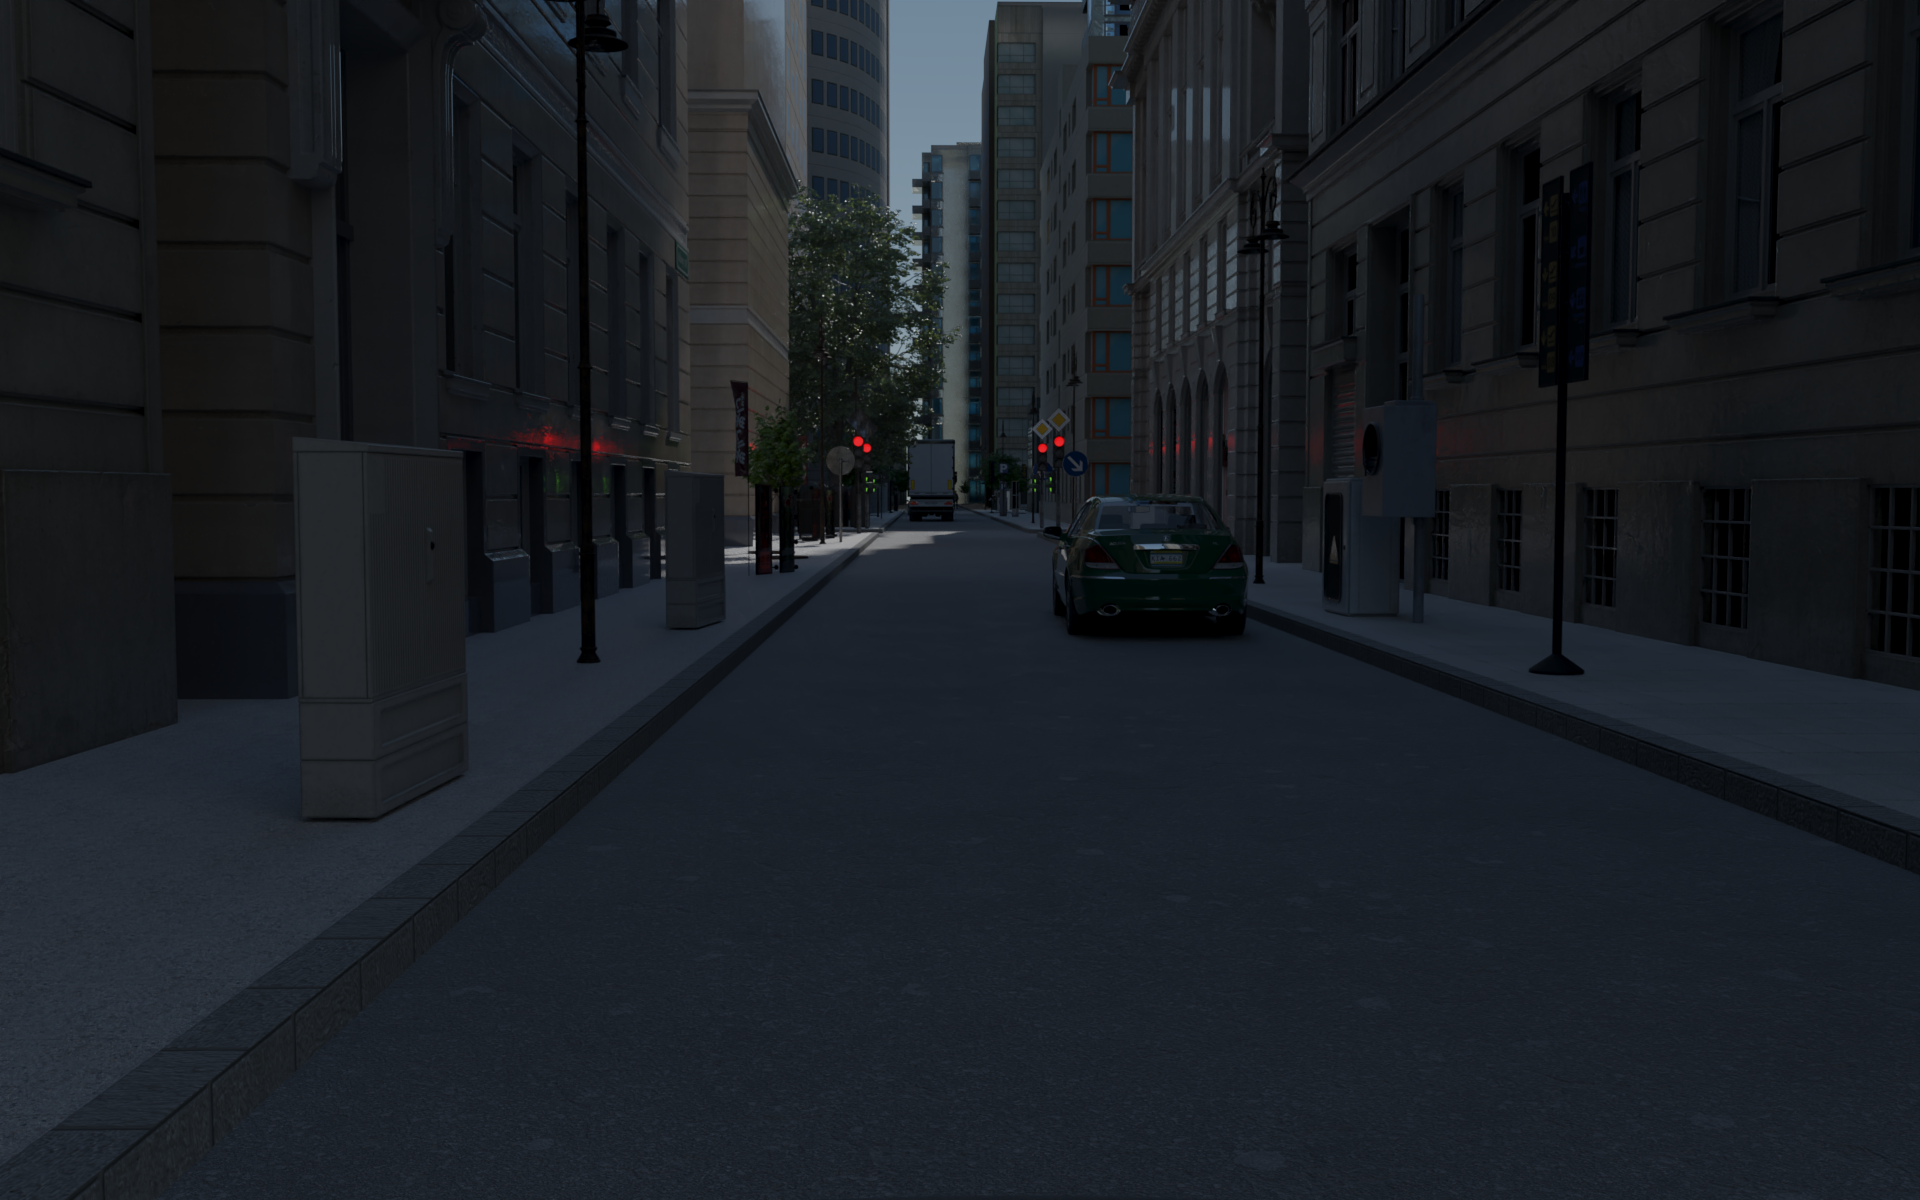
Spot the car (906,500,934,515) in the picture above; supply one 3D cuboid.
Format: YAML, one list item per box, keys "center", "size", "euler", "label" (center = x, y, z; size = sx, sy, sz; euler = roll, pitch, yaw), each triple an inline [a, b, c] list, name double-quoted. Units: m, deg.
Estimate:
- center: [-2.663, -6.462, 117.657]
  size: [2.014, 1.417, 4.499]
  euler: [0, 4, -3]
  label: "car"

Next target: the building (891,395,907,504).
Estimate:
- center: [-22.734, -56.257, 232.481]
  size: [31.000, 86.520, 22.319]
  euler: [0, 4, -1]
  label: "building"

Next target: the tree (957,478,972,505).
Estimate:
- center: [0.602, -12.990, 206.982]
  size: [1.663, 3.219, 1.824]
  euler: [0, 3, 0]
  label: "tree"

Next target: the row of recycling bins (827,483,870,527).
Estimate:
- center: [-5.054, -3.688, 67.411]
  size: [3.534, 1.692, 1.069]
  euler: [2, 4, 30]
  label: "row of recycling bins"

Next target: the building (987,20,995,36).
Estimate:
- center: [9.331, -31.322, 162.220]
  size: [14.600, 45.320, 14.200]
  euler: [0, 4, -1]
  label: "building"

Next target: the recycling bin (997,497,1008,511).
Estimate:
- center: [3.154, -7.108, 128.767]
  size: [0.722, 1.027, 0.722]
  euler: [0, 4, -6]
  label: "recycling bin"

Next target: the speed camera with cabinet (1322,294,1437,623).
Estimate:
- center: [4.316, -1.444, 17.947]
  size: [0.660, 3.252, 2.038]
  euler: [0, 4, -4]
  label: "speed camera with cabinet"

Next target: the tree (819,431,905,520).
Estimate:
- center: [-5.325, -6.170, 84.596]
  size: [4.285, 4.588, 4.351]
  euler: [0, 3, 0]
  label: "tree"

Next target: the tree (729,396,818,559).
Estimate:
- center: [-3.518, -2.440, 34.499]
  size: [1.663, 3.219, 1.824]
  euler: [0, 3, 0]
  label: "tree"

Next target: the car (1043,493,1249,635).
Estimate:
- center: [2.006, -0.445, 19.080]
  size: [2.131, 1.459, 4.920]
  euler: [0, 4, 0]
  label: "car"

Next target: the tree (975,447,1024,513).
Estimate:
- center: [2.750, -8.319, 119.724]
  size: [4.285, 4.588, 4.351]
  euler: [0, 3, 0]
  label: "tree"

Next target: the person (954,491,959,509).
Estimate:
- center: [-0.347, -9.512, 164.547]
  size: [0.617, 1.759, 0.750]
  euler: [-1, 4, -16]
  label: "person"

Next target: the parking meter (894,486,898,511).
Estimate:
- center: [-4.779, -7.561, 129.328]
  size: [0.255, 1.863, 0.399]
  euler: [1, 4, 16]
  label: "parking meter"

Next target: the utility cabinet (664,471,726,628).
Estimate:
- center: [-2.557, -0.500, 16.859]
  size: [0.318, 1.500, 1.173]
  euler: [0, 4, 6]
  label: "utility cabinet"

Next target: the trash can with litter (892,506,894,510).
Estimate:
- center: [-5.671, -7.806, 139.008]
  size: [1.055, 1.170, 0.624]
  euler: [-1, 4, -13]
  label: "trash can with litter"

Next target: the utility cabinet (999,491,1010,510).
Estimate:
- center: [3.495, -7.995, 139.393]
  size: [0.318, 1.500, 1.173]
  euler: [3, 5, 42]
  label: "utility cabinet"

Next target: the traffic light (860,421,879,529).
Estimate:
- center: [-3.429, -4.606, 64.236]
  size: [0.839, 4.253, 0.868]
  euler: [0, 4, -1]
  label: "traffic light"

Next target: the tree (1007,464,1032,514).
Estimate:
- center: [3.745, -7.185, 112.073]
  size: [1.663, 3.219, 1.824]
  euler: [0, 3, 0]
  label: "tree"

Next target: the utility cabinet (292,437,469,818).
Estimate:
- center: [-2.396, 0.085, 7.289]
  size: [0.318, 1.500, 1.173]
  euler: [0, 4, 2]
  label: "utility cabinet"

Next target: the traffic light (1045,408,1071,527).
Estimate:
- center: [3.190, -4.127, 56.397]
  size: [0.839, 4.253, 0.868]
  euler: [0, 4, -1]
  label: "traffic light"

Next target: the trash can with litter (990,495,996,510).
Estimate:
- center: [2.878, -7.734, 137.844]
  size: [0.624, 1.170, 1.055]
  euler: [3, 5, 39]
  label: "trash can with litter"

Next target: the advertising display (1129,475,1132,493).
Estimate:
- center: [6.074, -3.182, 57.236]
  size: [0.974, 1.923, 0.123]
  euler: [1, 4, 14]
  label: "advertising display"

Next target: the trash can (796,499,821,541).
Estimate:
- center: [-4.119, -2.194, 47.527]
  size: [0.748, 1.137, 0.748]
  euler: [0, 3, 0]
  label: "trash can"

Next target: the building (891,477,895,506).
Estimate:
- center: [-22.955, -29.830, 179.605]
  size: [32.217, 40.220, 23.993]
  euler: [0, 4, -1]
  label: "building"

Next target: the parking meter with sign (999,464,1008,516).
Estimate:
- center: [2.513, -6.332, 99.787]
  size: [0.543, 3.016, 1.738]
  euler: [0, 4, 2]
  label: "parking meter with sign"

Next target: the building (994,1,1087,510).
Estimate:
- center: [9.901, -28.419, 148.237]
  size: [14.154, 41.232, 14.086]
  euler: [0, 4, -1]
  label: "building"

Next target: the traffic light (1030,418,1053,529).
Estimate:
- center: [3.031, -4.615, 64.380]
  size: [0.839, 4.253, 0.868]
  euler: [0, 4, -1]
  label: "traffic light"

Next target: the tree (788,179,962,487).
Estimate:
- center: [-5.029, -10.052, 70.999]
  size: [9.857, 13.997, 8.962]
  euler: [0, 3, 0]
  label: "tree"

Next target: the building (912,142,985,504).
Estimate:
- center: [8.783, -37.661, 235.370]
  size: [30.456, 49.044, 23.786]
  euler: [0, 4, -1]
  label: "building"

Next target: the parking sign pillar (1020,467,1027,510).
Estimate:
- center: [5.453, -9.081, 136.945]
  size: [1.447, 3.967, 1.447]
  euler: [2, 4, 29]
  label: "parking sign pillar"

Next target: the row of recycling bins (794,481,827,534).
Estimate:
- center: [-6.260, -3.023, 56.541]
  size: [3.534, 1.692, 1.069]
  euler: [0, 4, 6]
  label: "row of recycling bins"

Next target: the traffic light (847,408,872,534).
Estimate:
- center: [-3.270, -4.118, 56.252]
  size: [0.839, 4.253, 0.868]
  euler: [0, 4, -1]
  label: "traffic light"

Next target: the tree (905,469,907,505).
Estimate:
- center: [-5.524, -7.252, 102.282]
  size: [4.285, 4.588, 4.351]
  euler: [0, 3, 0]
  label: "tree"
